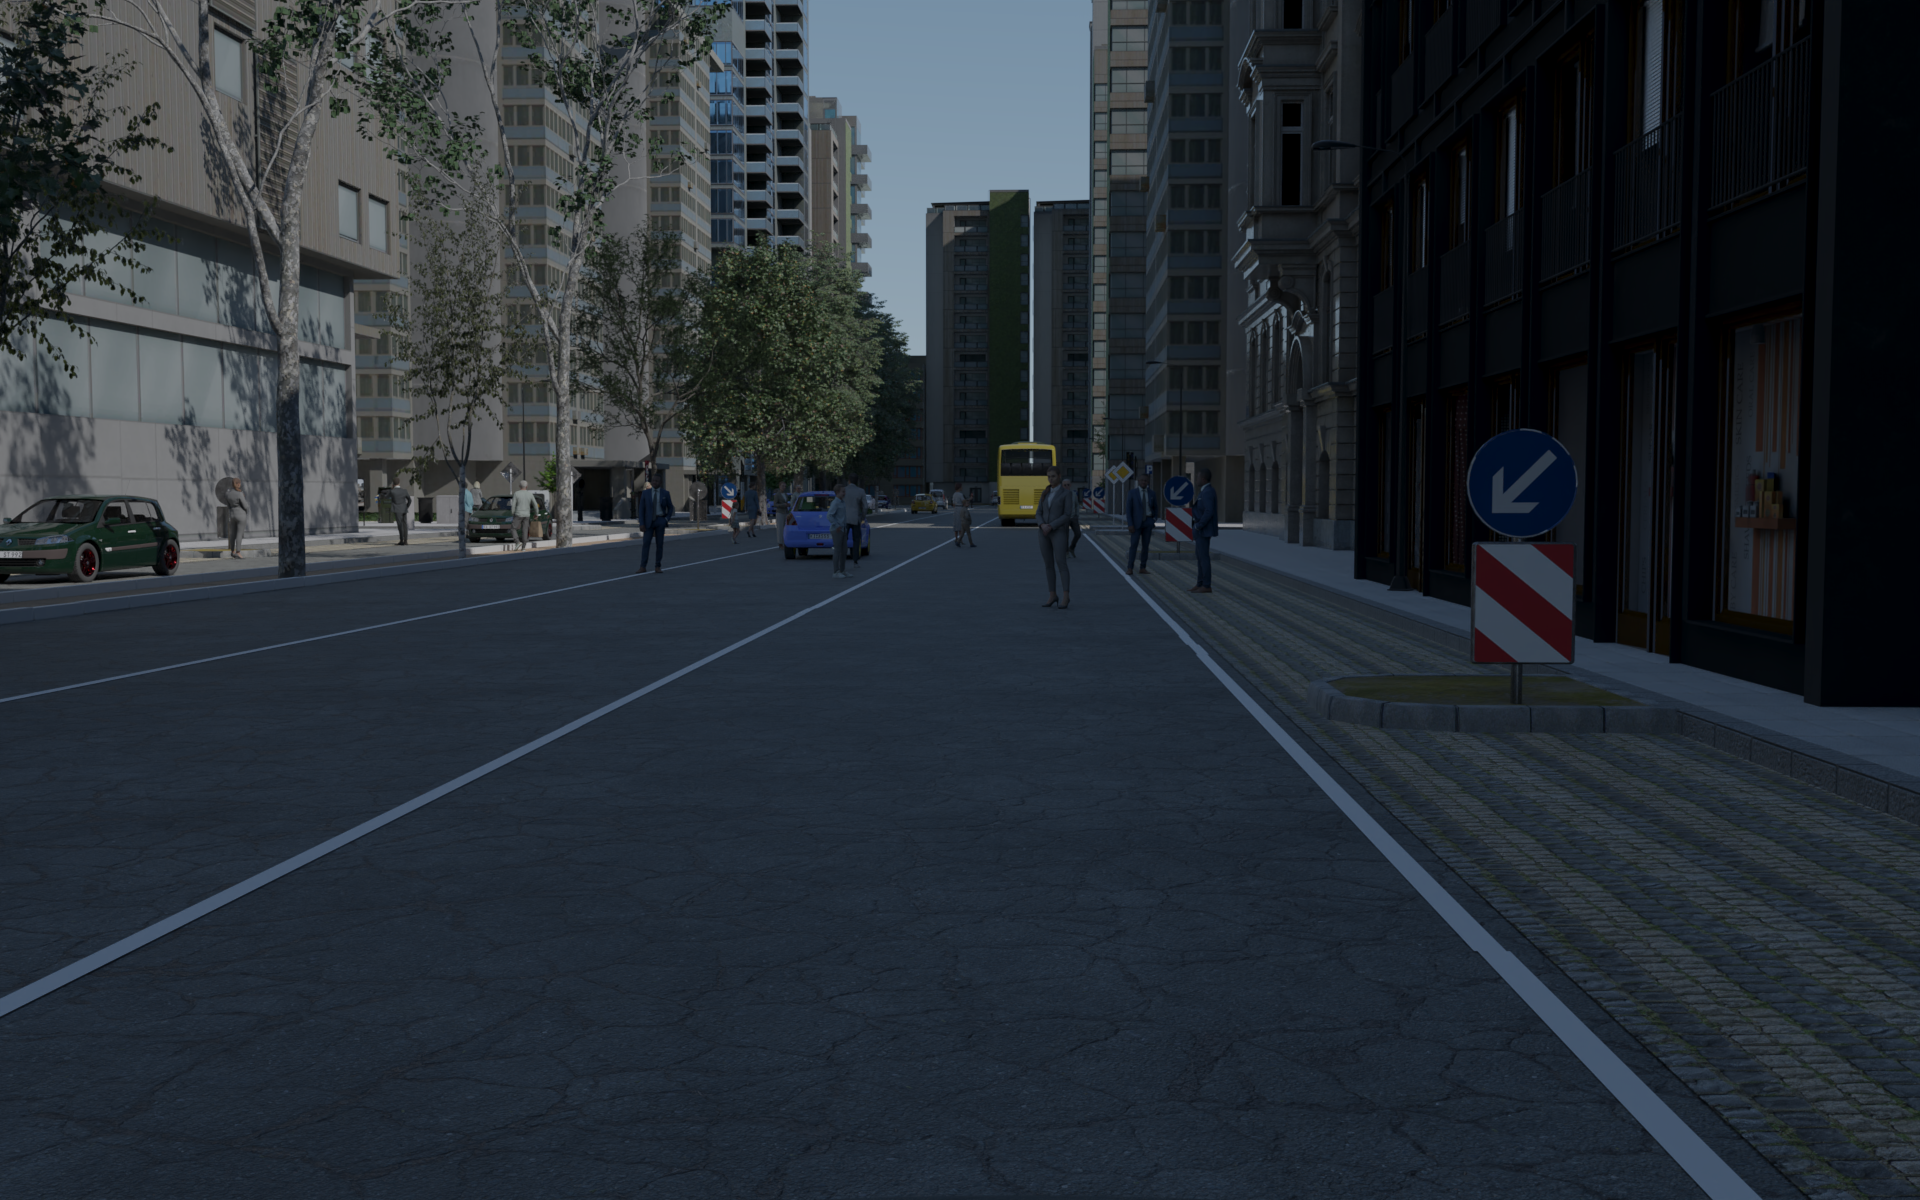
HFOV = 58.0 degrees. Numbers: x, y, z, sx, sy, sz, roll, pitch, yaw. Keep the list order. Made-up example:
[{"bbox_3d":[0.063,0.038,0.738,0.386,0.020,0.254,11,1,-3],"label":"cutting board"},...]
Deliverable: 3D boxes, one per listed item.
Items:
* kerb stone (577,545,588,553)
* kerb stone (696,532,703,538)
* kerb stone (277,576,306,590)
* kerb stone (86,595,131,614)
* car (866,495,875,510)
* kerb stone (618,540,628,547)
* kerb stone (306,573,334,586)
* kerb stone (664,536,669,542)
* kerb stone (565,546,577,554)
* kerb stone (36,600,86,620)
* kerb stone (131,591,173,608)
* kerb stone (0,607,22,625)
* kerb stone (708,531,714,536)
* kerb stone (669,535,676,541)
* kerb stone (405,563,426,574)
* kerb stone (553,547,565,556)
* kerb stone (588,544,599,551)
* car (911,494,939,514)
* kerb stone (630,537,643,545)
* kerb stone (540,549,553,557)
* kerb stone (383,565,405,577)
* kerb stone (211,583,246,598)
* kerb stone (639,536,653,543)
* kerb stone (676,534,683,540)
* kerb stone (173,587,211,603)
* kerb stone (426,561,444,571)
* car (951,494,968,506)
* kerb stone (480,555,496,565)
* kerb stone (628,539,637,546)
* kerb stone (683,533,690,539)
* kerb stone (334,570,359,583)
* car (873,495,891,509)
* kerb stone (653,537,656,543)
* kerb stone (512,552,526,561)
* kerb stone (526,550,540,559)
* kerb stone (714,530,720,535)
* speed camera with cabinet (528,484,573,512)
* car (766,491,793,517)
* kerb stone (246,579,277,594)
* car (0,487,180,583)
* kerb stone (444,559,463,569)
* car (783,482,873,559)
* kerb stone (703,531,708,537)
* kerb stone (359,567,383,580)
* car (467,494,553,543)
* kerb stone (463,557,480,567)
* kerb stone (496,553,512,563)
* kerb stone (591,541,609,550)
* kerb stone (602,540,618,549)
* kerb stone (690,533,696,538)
[{"bbox_3d":[-9.415,-1.249,42.675,0.120,0.150,1.000,0,4,3],"label":"kerb stone"},{"bbox_3d":[-8.714,-2.120,57.000,0.120,0.150,1.000,0,4,3],"label":"kerb stone"},{"bbox_3d":[-10.235,-0.251,26.294,0.120,0.150,1.000,0,4,3],"label":"kerb stone"},{"bbox_3d":[-10.484,0.065,21.169,0.120,0.150,1.000,0,4,3],"label":"kerb stone"},{"bbox_3d":[-8.297,-8.351,148.898,2.083,1.381,4.827,0,4,3],"label":"car"},{"bbox_3d":[-9.211,-1.502,46.768,0.120,0.150,1.000,0,4,3],"label":"kerb stone"},{"bbox_3d":[-10.179,-0.308,27.314,0.120,0.150,1.000,0,4,3],"label":"kerb stone"},{"bbox_3d":[-8.970,-1.809,51.884,0.120,0.150,1.000,0,4,3],"label":"kerb stone"},{"bbox_3d":[-9.475,-1.190,41.654,0.120,0.150,1.000,0,4,3],"label":"kerb stone"},{"bbox_3d":[-10.530,0.135,20.142,0.120,0.150,1.000,0,4,3],"label":"kerb stone"},{"bbox_3d":[-10.433,0.002,22.190,0.120,0.150,1.000,0,4,3],"label":"kerb stone"},{"bbox_3d":[-10.581,0.188,19.119,0.120,0.150,1.000,0,4,3],"label":"kerb stone"},{"bbox_3d":[-8.620,-2.254,59.041,0.120,0.150,1.000,0,4,3],"label":"kerb stone"},{"bbox_3d":[-8.924,-1.878,52.904,0.120,0.150,1.000,0,4,3],"label":"kerb stone"},{"bbox_3d":[-9.977,-0.563,31.408,0.120,0.150,1.000,0,4,3],"label":"kerb stone"},{"bbox_3d":[-9.524,-1.127,40.621,0.120,0.150,1.000,0,4,3],"label":"kerb stone"},{"bbox_3d":[-9.366,-1.306,43.696,0.120,0.150,1.000,0,4,3],"label":"kerb stone"},{"bbox_3d":[-2.582,-7.093,126.198,2.015,1.641,3.980,0,4,4],"label":"car"},{"bbox_3d":[-9.120,-1.628,48.810,0.120,0.150,1.000,0,4,3],"label":"kerb stone"},{"bbox_3d":[-9.574,-1.059,39.601,0.120,0.150,1.000,0,4,3],"label":"kerb stone"},{"bbox_3d":[-10.026,-0.501,30.385,0.120,0.150,1.000,0,4,3],"label":"kerb stone"},{"bbox_3d":[-10.328,-0.125,24.244,0.120,0.150,1.000,0,4,3],"label":"kerb stone"},{"bbox_3d":[-9.069,-1.690,49.835,0.120,0.150,1.000,0,4,3],"label":"kerb stone"},{"bbox_3d":[-8.880,-1.941,53.933,0.120,0.150,1.000,0,4,3],"label":"kerb stone"},{"bbox_3d":[-10.384,-0.063,23.223,0.120,0.150,1.000,0,4,3],"label":"kerb stone"},{"bbox_3d":[-9.934,-0.625,32.429,0.120,0.150,1.000,0,4,3],"label":"kerb stone"},{"bbox_3d":[-0.089,-11.810,202.880,2.009,1.686,4.222,0,4,3],"label":"car"},{"bbox_3d":[-9.775,-0.814,35.502,0.120,0.150,1.000,0,4,3],"label":"kerb stone"},{"bbox_3d":[-9.171,-1.565,47.789,0.120,0.150,1.000,0,4,3],"label":"kerb stone"},{"bbox_3d":[-8.820,-2.000,54.956,0.120,0.150,1.000,0,4,3],"label":"kerb stone"},{"bbox_3d":[-10.130,-0.373,28.343,0.120,0.150,1.000,0,4,3],"label":"kerb stone"},{"bbox_3d":[-7.108,-8.684,154.555,1.945,1.354,3.894,0,4,2],"label":"car"},{"bbox_3d":[-9.025,-1.753,50.862,0.120,0.150,1.000,0,4,3],"label":"kerb stone"},{"bbox_3d":[-9.682,-0.939,37.553,0.120,0.150,1.000,0,4,3],"label":"kerb stone"},{"bbox_3d":[-9.628,-1.001,38.573,0.120,0.150,1.000,0,4,3],"label":"kerb stone"},{"bbox_3d":[-8.571,-2.316,60.062,0.120,0.150,1.000,0,4,3],"label":"kerb stone"},{"bbox_3d":[-18.673,-5.167,78.815,2.038,3.252,0.660,-1,4,-16],"label":"speed camera with cabinet"},{"bbox_3d":[-11.370,-6.189,110.775,1.945,1.707,3.694,0,4,4],"label":"car"},{"bbox_3d":[-10.283,-0.188,25.265,0.120,0.150,1.000,0,4,3],"label":"kerb stone"},{"bbox_3d":[-14.873,-1.192,29.284,2.009,1.686,4.222,0,4,4],"label":"car"},{"bbox_3d":[-9.876,-0.687,33.450,0.120,0.150,1.000,0,4,3],"label":"kerb stone"},{"bbox_3d":[-2.979,-1.818,39.322,1.945,1.707,3.694,0,4,1],"label":"car"},{"bbox_3d":[-8.669,-2.191,58.020,0.120,0.150,1.000,0,4,3],"label":"kerb stone"},{"bbox_3d":[-10.080,-0.438,29.363,0.120,0.150,1.000,0,4,3],"label":"kerb stone"},{"bbox_3d":[-13.571,-2.601,52.307,2.009,1.686,4.222,0,4,1],"label":"car"},{"bbox_3d":[-9.829,-0.751,34.471,0.120,0.150,1.000,0,4,3],"label":"kerb stone"},{"bbox_3d":[-9.725,-0.876,36.532,0.120,0.150,1.000,0,4,3],"label":"kerb stone"},{"bbox_3d":[-9.324,-1.377,44.717,0.120,0.150,1.000,0,4,3],"label":"kerb stone"},{"bbox_3d":[-9.276,-1.440,45.743,0.120,0.150,1.000,0,4,3],"label":"kerb stone"},{"bbox_3d":[-8.766,-2.066,55.979,0.120,0.150,1.000,0,4,3],"label":"kerb stone"}]
